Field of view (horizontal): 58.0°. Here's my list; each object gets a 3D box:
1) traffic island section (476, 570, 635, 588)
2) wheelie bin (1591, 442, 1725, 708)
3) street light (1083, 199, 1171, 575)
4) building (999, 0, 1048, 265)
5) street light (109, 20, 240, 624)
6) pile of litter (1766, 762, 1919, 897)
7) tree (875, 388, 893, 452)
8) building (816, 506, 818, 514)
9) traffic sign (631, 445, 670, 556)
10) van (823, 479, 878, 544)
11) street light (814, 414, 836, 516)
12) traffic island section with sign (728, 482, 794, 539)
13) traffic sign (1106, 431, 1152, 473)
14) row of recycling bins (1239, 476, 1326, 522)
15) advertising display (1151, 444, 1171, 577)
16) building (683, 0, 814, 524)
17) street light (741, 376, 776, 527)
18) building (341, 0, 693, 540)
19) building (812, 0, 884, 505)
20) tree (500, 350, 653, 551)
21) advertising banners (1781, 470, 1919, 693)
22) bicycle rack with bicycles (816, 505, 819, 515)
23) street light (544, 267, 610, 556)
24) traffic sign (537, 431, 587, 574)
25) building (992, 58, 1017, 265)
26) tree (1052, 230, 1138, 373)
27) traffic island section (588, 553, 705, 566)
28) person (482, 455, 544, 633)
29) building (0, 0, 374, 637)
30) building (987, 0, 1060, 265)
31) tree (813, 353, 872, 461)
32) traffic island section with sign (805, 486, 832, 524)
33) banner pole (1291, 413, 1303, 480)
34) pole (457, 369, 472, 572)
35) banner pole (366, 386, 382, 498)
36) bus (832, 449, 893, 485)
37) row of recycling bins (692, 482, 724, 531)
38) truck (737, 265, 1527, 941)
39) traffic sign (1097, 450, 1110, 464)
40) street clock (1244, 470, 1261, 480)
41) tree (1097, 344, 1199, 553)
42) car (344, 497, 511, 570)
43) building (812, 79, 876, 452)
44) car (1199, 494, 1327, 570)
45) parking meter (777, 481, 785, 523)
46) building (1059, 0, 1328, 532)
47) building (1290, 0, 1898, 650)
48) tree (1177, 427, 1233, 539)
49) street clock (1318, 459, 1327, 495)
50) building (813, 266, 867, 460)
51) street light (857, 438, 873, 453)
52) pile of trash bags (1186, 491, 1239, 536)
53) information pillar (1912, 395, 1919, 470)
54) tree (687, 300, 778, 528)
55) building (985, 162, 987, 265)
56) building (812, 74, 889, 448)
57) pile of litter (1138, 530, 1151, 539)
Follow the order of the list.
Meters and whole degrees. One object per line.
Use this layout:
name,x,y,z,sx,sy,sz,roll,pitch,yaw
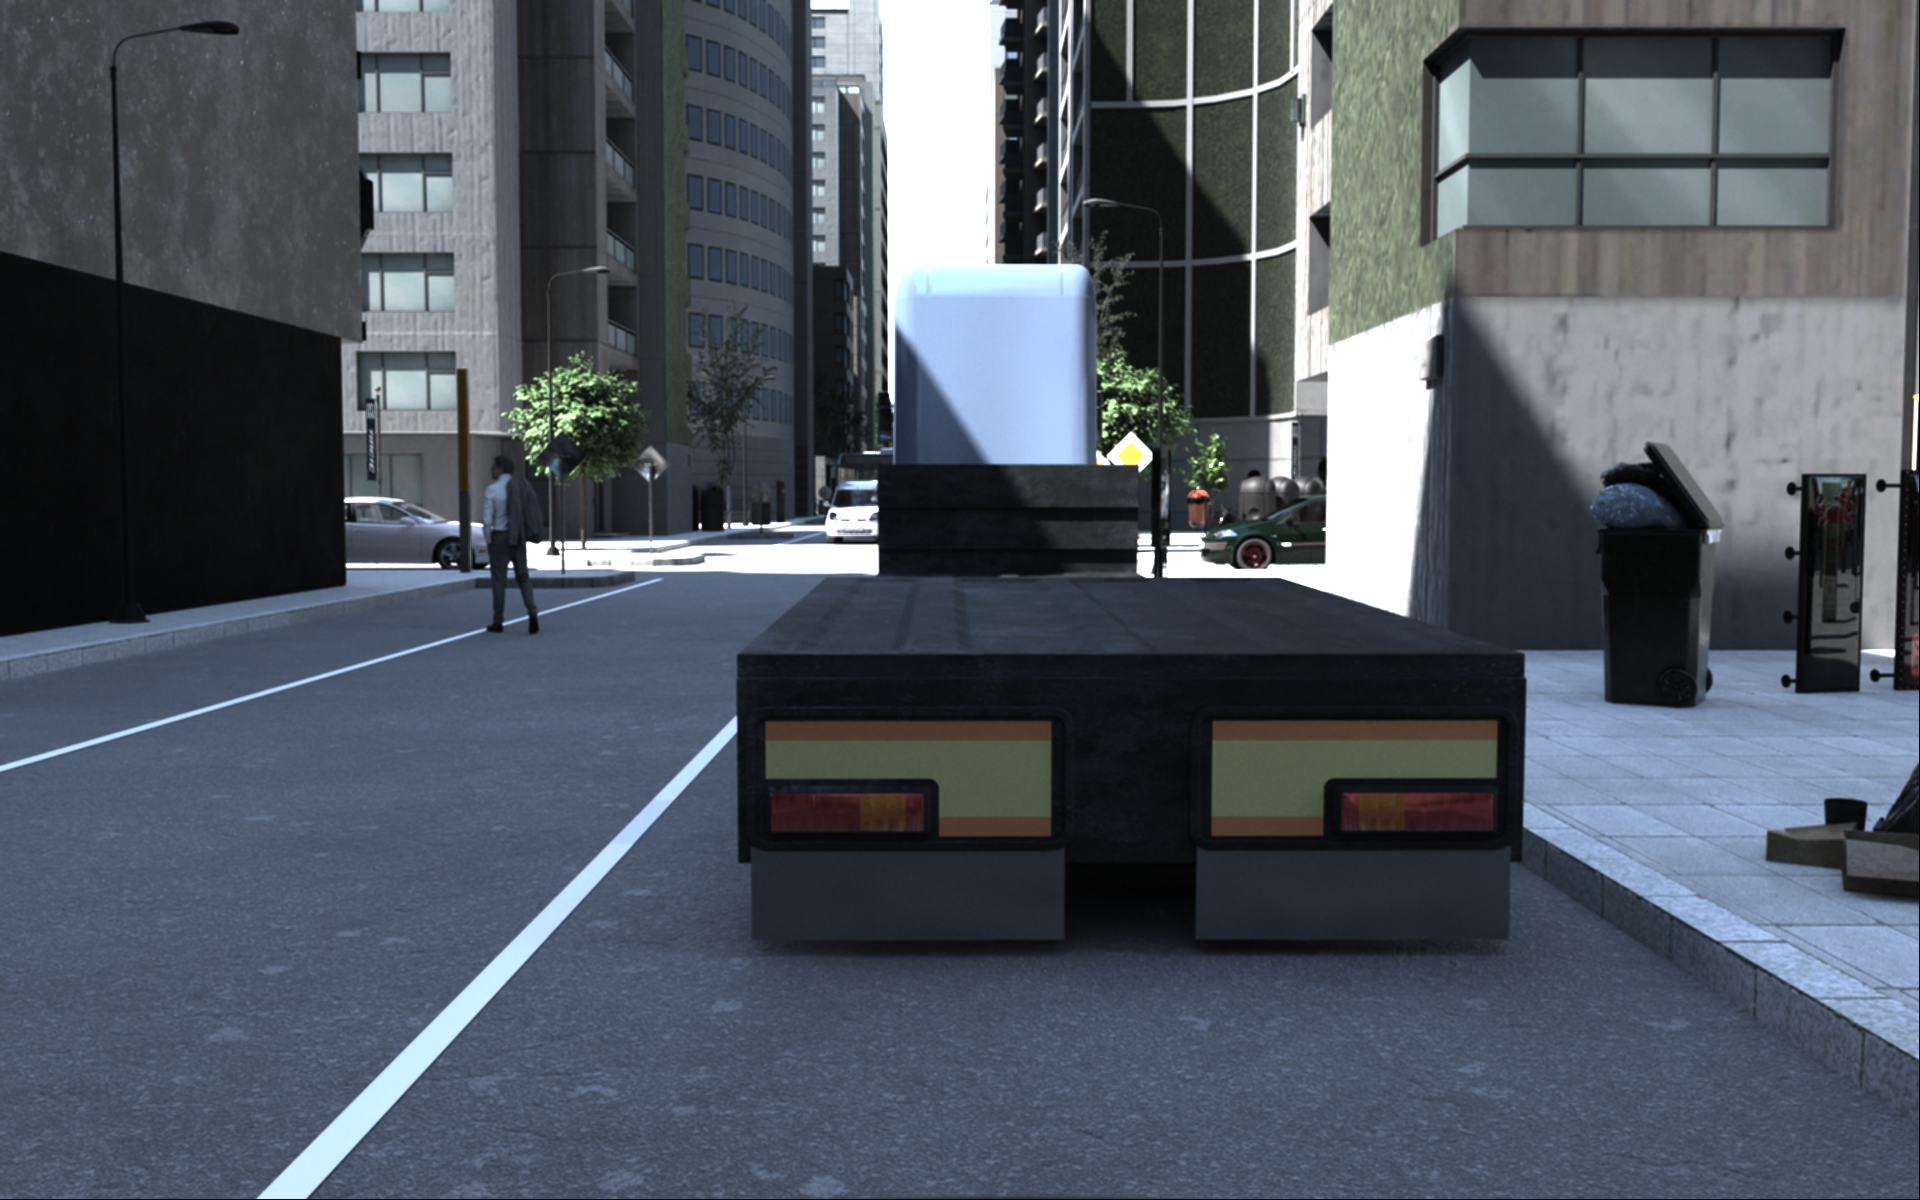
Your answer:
traffic island section,-6.388,-0.338,27.799,2.009,0.180,2.903,0,3,0
wheelie bin,4.285,-0.169,10.677,0.693,1.594,0.980,2,4,31
street light,2.638,-3.358,27.439,1.470,5.913,1.316,0,3,0
building,14.069,-28.974,128.352,22.147,44.769,28.867,0,3,0
street light,-7.764,-2.727,17.136,1.470,5.913,1.316,0,3,0
pile of litter,3.396,0.513,5.576,1.176,0.858,1.719,0,4,-7
tree,-9.314,-16.531,187.290,9.611,12.733,9.660,0,3,0
building,-18.899,-41.681,119.728,20.563,71.187,20.611,0,3,0
traffic sign,-6.378,-1.962,35.723,0.795,2.450,0.064,0,3,0
van,-2.965,-2.675,50.745,2.013,2.044,4.112,0,4,1
street light,-7.927,-7.845,100.802,1.470,5.913,1.316,0,3,0
traffic island section with sign,-6.444,-2.916,56.309,1.989,1.847,2.006,0,3,0
traffic sign,2.730,-1.473,27.733,0.795,2.450,0.064,0,3,0
row of recycling bins,7.848,-2.081,41.140,1.069,1.692,3.534,3,5,42
advertising display,2.656,-1.080,22.879,0.123,1.923,0.974,1,4,15
building,-18.946,-33.206,84.923,21.231,58.520,28.212,0,3,0
street light,-7.949,-5.861,68.369,1.470,5.913,1.316,0,3,0
building,-16.034,-22.436,50.416,14.154,41.232,14.086,0,3,0
building,-19.325,-49.984,255.484,20.563,71.187,20.611,0,3,0
tree,-8.699,-3.412,39.506,4.285,4.588,4.351,0,3,0
advertising banners,6.322,-0.923,11.281,2.074,3.025,0.090,-1,4,-13
bicycle rack with bicycles,-9.522,-5.534,103.857,2.852,0.926,2.925,3,5,42
street light,-7.867,-3.856,35.590,1.470,5.913,1.316,0,3,0
traffic sign,-6.364,-1.474,27.738,0.795,2.450,0.064,0,3,0
building,10.315,-32.367,179.318,14.600,45.320,14.200,0,3,0
tree,3.111,-6.010,48.627,4.360,8.622,3.978,0,3,0
traffic island section,-6.401,-0.826,35.784,2.009,0.180,2.903,0,3,0
person,-4.612,-0.568,17.882,0.679,1.850,0.850,-3,5,-43
building,-16.958,-9.242,18.566,16.811,18.784,16.820,0,3,0
building,13.783,-40.770,208.594,21.231,58.520,28.212,0,3,0
tree,-9.595,-10.538,106.710,8.767,10.594,7.601,0,4,-7
traffic island section with sign,-6.501,-4.629,84.309,1.989,1.847,2.006,0,3,0
banner pole,10.377,-3.874,53.354,0.401,3.779,0.863,2,4,35
pole,-8.106,-2.109,28.324,0.158,3.312,0.155,0,3,0
banner pole,-13.530,-3.060,40.051,0.401,3.779,0.863,0,4,7
bus,-3.285,-4.638,70.685,2.948,3.499,13.247,0,4,0
row of recycling bins,-9.920,-3.235,60.010,3.534,1.692,1.069,0,4,4
truck,0.457,-1.517,14.568,2.967,4.110,18.799,0,4,0
traffic sign,2.716,-1.962,35.718,0.795,2.450,0.064,0,3,0
street clock,8.709,-2.879,51.648,0.471,2.002,0.358,-1,4,-22
tree,3.552,-3.322,38.024,4.285,4.588,4.351,0,3,0
car,-10.765,-1.236,32.575,4.827,1.381,2.083,0,4,-2
building,-15.492,-29.554,166.809,14.154,41.232,14.086,0,3,0
car,6.567,-1.367,32.143,4.222,1.686,2.009,0,4,1
parking meter,-7.975,-4.360,77.004,0.255,1.863,0.399,1,4,13
building,12.231,-38.171,62.346,20.563,71.187,20.611,0,3,0
building,11.015,-15.196,20.151,14.160,30.474,14.107,0,3,0
tree,7.365,-3.381,49.874,1.663,3.219,1.824,0,3,0
street clock,7.586,-1.903,35.681,0.358,2.002,0.471,-1,4,-22
building,-22.447,-18.404,145.947,27.650,21.520,28.899,0,3,0
street light,-7.999,-10.526,144.647,1.470,5.913,1.316,0,3,0
pile of trash bags,7.155,-2.135,44.663,3.447,1.369,1.912,-3,4,-38
information pillar,7.284,-0.511,12.852,0.304,2.012,0.304,-2,4,-23
tree,-8.908,-6.999,64.796,4.360,8.622,3.978,0,3,0
building,14.133,-37.338,234.181,21.300,48.544,21.600,0,3,0
building,-19.480,-35.520,204.456,21.300,48.544,21.600,0,3,0
pile of litter,4.663,-2.160,49.289,1.719,0.858,1.176,1,4,14
